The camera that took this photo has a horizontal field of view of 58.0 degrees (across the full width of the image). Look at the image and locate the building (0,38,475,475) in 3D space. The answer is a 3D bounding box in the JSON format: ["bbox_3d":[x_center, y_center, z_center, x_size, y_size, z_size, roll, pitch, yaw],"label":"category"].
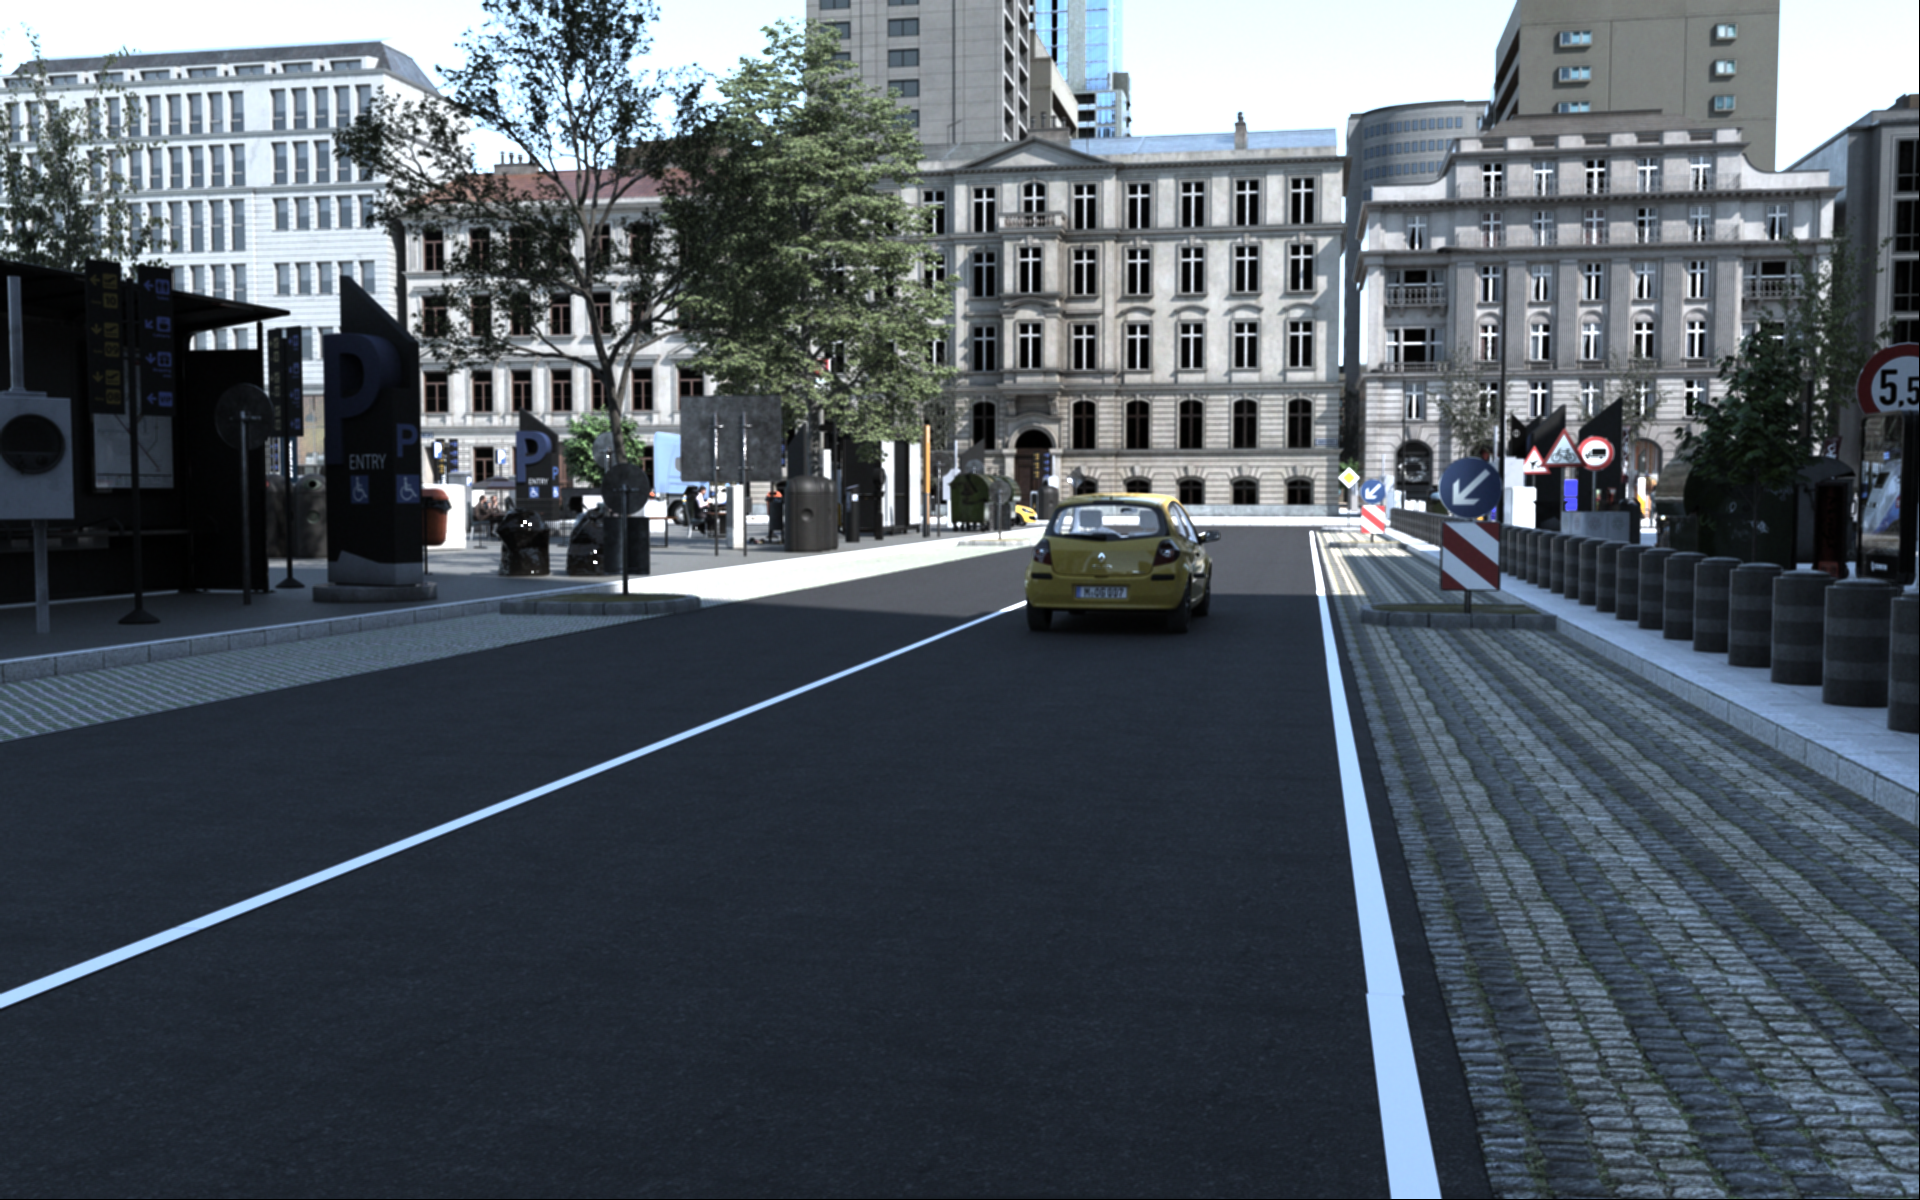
[{"bbox_3d":[-47.570,-20.431,111.543,29.804,29.767,11.434,1,4,11],"label":"building"}]

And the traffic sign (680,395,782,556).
[{"bbox_3d":[-4.743,-2.561,35.746,2.265,3.308,0.079,1,4,17],"label":"traffic sign"}]

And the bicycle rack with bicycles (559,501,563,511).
[{"bbox_3d":[-21.348,-5.022,95.494,2.852,0.926,2.925,1,4,22],"label":"bicycle rack with bicycles"}]

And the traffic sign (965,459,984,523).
[{"bbox_3d":[0.514,-3.862,63.256,0.768,2.556,0.104,1,4,20],"label":"traffic sign"}]

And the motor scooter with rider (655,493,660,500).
[{"bbox_3d":[-13.737,-4.377,80.536,1.986,1.779,0.876,1,4,11],"label":"motor scooter with rider"}]

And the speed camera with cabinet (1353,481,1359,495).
[{"bbox_3d":[29.352,-7.972,124.684,2.038,3.252,0.660,-1,4,-10],"label":"speed camera with cabinet"}]

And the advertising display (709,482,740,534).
[{"bbox_3d":[-7.520,-3.067,55.353,0.974,1.923,0.123,-1,4,-16],"label":"advertising display"}]

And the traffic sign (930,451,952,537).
[{"bbox_3d":[-0.636,-3.161,51.796,0.768,2.556,0.104,1,4,13],"label":"traffic sign"}]

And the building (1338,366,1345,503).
[{"bbox_3d":[43.576,-25.635,264.167,28.899,21.520,27.650,1,4,11],"label":"building"}]

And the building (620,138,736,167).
[{"bbox_3d":[-34.029,-34.502,214.222,14.200,45.320,14.600,1,4,11],"label":"building"}]

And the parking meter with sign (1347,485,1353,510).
[{"bbox_3d":[31.683,-8.792,140.004,0.543,3.016,1.738,-1,4,-12],"label":"parking meter with sign"}]

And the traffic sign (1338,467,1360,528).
[{"bbox_3d":[14.508,-3.731,64.643,0.795,2.450,0.064,1,4,11],"label":"traffic sign"}]

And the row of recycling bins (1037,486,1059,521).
[{"bbox_3d":[4.347,-4.806,85.692,1.069,1.692,3.534,0,4,6],"label":"row of recycling bins"}]

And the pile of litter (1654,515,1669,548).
[{"bbox_3d":[16.348,-1.565,39.556,1.176,0.858,1.719,1,4,17],"label":"pile of litter"}]

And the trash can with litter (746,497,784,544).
[{"bbox_3d":[-4.951,-2.081,45.075,2.233,1.210,1.678,3,5,44],"label":"trash can with litter"}]

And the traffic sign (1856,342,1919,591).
[{"bbox_3d":[7.976,-0.890,14.665,0.768,2.556,0.104,1,4,16],"label":"traffic sign"}]

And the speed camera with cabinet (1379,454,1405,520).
[{"bbox_3d":[21.260,-5.559,85.221,0.660,3.252,2.038,-1,4,-9],"label":"speed camera with cabinet"}]

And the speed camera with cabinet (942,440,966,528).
[{"bbox_3d":[-0.229,-4.285,64.402,0.660,3.252,2.038,1,4,9],"label":"speed camera with cabinet"}]

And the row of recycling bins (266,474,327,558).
[{"bbox_3d":[-14.368,-1.709,35.054,3.534,1.692,1.069,0,4,4],"label":"row of recycling bins"}]

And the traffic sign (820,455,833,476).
[{"bbox_3d":[-4.500,-3.443,56.406,0.768,2.556,0.104,1,4,16],"label":"traffic sign"}]

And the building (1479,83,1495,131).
[{"bbox_3d":[67.477,-34.586,185.092,23.786,49.044,30.456,1,4,11],"label":"building"}]

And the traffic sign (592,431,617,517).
[{"bbox_3d":[-7.174,-2.150,35.265,0.768,2.556,0.104,1,4,20],"label":"traffic sign"}]

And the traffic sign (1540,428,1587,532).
[{"bbox_3d":[11.909,-2.093,34.221,0.884,2.594,0.081,1,4,16],"label":"traffic sign"}]

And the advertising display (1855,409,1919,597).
[{"bbox_3d":[7.266,-0.512,13.592,0.123,1.923,0.974,1,4,10],"label":"advertising display"}]

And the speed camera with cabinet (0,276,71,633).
[{"bbox_3d":[-8.986,-1.278,15.231,2.038,3.252,0.660,-3,5,-41],"label":"speed camera with cabinet"}]

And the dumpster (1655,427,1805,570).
[{"bbox_3d":[10.276,-1.265,23.178,1.502,2.255,1.985,1,4,11],"label":"dumpster"}]

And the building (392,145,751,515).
[{"bbox_3d":[-22.561,-16.559,106.903,21.152,22.565,11.583,1,4,11],"label":"building"}]

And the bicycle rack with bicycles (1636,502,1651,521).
[{"bbox_3d":[29.448,-3.937,77.758,2.925,0.926,2.852,-1,4,-14],"label":"bicycle rack with bicycles"}]

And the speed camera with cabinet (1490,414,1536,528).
[{"bbox_3d":[13.575,-2.932,42.279,0.660,3.252,2.038,0,4,7],"label":"speed camera with cabinet"}]

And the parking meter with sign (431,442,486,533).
[{"bbox_3d":[-16.701,-3.767,57.854,1.738,3.016,0.543,1,4,12],"label":"parking meter with sign"}]

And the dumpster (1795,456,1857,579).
[{"bbox_3d":[13.061,-1.296,26.951,1.264,1.857,1.865,1,4,11],"label":"dumpster"}]

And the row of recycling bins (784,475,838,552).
[{"bbox_3d":[-3.358,-1.996,39.742,1.069,1.692,3.534,0,4,3],"label":"row of recycling bins"}]

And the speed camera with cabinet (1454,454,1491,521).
[{"bbox_3d":[15.037,-3.379,49.578,2.038,3.252,0.660,-3,4,-36],"label":"speed camera with cabinet"}]

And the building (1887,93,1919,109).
[{"bbox_3d":[107.599,-32.771,185.910,14.200,45.320,14.600,1,4,11],"label":"building"}]

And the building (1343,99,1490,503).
[{"bbox_3d":[71.228,-43.651,255.700,28.212,58.520,21.231,1,4,11],"label":"building"}]

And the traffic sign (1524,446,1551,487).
[{"bbox_3d":[15.386,-2.841,46.462,0.884,2.594,0.081,1,4,17],"label":"traffic sign"}]

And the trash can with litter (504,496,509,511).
[{"bbox_3d":[-34.376,-7.435,132.950,0.624,1.170,1.055,-3,5,-40],"label":"trash can with litter"}]

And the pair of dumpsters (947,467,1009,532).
[{"bbox_3d":[0.640,-3.547,60.488,1.574,2.255,4.437,1,4,11],"label":"pair of dumpsters"}]

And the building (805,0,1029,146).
[{"bbox_3d":[-2.019,-44.483,165.556,20.563,71.187,20.611,1,4,11],"label":"building"}]

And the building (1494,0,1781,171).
[{"bbox_3d":[61.149,-32.776,159.583,21.300,48.544,21.600,1,4,11],"label":"building"}]

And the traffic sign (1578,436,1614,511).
[{"bbox_3d":[13.852,-2.306,37.816,0.768,2.556,0.104,1,4,14],"label":"traffic sign"}]

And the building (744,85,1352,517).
[{"bbox_3d":[5.230,-17.347,102.713,34.723,24.649,14.460,1,4,11],"label":"building"}]

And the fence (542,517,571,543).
[{"bbox_3d":[-10.749,-1.787,44.588,0.278,0.683,2.069,2,4,32],"label":"fence"}]

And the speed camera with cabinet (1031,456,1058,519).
[{"bbox_3d":[4.345,-5.825,89.582,0.660,3.252,2.038,-2,4,-24],"label":"speed camera with cabinet"}]

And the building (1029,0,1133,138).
[{"bbox_3d":[13.248,-58.276,265.476,31.000,86.520,22.319,1,4,11],"label":"building"}]

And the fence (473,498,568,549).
[{"bbox_3d":[-10.513,-1.860,41.611,2.264,1.192,0.480,-3,4,-36],"label":"fence"}]

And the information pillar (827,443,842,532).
[{"bbox_3d":[-4.183,-4.065,57.812,0.504,3.616,0.183,-1,4,-18],"label":"information pillar"}]

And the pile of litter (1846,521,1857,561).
[{"bbox_3d":[17.318,-1.183,33.301,1.176,0.858,1.719,0,4,7],"label":"pile of litter"}]

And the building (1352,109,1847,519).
[{"bbox_3d":[34.324,-15.577,96.484,24.055,21.916,13.314,1,4,11],"label":"building"}]

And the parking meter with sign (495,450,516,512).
[{"bbox_3d":[-17.340,-4.391,68.047,1.738,3.016,0.543,1,4,21],"label":"parking meter with sign"}]

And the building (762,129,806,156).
[{"bbox_3d":[-16.140,-44.670,272.353,28.212,58.520,21.231,1,4,11],"label":"building"}]

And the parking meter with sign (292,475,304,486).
[{"bbox_3d":[-26.852,-4.535,70.404,1.738,3.016,0.543,2,4,34],"label":"parking meter with sign"}]

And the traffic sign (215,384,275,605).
[{"bbox_3d":[-8.269,-1.218,20.013,0.768,2.556,0.104,1,4,12],"label":"traffic sign"}]

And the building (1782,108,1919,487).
[{"bbox_3d":[61.430,-16.700,92.105,30.058,24.678,14.314,1,4,11],"label":"building"}]

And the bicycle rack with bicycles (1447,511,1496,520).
[{"bbox_3d":[18.325,-3.043,63.141,2.852,0.926,2.925,-2,4,-32],"label":"bicycle rack with bicycles"}]

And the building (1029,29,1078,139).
[{"bbox_3d":[0.743,-34.463,187.177,21.300,48.544,21.600,1,4,11],"label":"building"}]

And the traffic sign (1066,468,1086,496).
[{"bbox_3d":[4.464,-3.854,66.659,0.795,2.450,0.064,1,4,11],"label":"traffic sign"}]
